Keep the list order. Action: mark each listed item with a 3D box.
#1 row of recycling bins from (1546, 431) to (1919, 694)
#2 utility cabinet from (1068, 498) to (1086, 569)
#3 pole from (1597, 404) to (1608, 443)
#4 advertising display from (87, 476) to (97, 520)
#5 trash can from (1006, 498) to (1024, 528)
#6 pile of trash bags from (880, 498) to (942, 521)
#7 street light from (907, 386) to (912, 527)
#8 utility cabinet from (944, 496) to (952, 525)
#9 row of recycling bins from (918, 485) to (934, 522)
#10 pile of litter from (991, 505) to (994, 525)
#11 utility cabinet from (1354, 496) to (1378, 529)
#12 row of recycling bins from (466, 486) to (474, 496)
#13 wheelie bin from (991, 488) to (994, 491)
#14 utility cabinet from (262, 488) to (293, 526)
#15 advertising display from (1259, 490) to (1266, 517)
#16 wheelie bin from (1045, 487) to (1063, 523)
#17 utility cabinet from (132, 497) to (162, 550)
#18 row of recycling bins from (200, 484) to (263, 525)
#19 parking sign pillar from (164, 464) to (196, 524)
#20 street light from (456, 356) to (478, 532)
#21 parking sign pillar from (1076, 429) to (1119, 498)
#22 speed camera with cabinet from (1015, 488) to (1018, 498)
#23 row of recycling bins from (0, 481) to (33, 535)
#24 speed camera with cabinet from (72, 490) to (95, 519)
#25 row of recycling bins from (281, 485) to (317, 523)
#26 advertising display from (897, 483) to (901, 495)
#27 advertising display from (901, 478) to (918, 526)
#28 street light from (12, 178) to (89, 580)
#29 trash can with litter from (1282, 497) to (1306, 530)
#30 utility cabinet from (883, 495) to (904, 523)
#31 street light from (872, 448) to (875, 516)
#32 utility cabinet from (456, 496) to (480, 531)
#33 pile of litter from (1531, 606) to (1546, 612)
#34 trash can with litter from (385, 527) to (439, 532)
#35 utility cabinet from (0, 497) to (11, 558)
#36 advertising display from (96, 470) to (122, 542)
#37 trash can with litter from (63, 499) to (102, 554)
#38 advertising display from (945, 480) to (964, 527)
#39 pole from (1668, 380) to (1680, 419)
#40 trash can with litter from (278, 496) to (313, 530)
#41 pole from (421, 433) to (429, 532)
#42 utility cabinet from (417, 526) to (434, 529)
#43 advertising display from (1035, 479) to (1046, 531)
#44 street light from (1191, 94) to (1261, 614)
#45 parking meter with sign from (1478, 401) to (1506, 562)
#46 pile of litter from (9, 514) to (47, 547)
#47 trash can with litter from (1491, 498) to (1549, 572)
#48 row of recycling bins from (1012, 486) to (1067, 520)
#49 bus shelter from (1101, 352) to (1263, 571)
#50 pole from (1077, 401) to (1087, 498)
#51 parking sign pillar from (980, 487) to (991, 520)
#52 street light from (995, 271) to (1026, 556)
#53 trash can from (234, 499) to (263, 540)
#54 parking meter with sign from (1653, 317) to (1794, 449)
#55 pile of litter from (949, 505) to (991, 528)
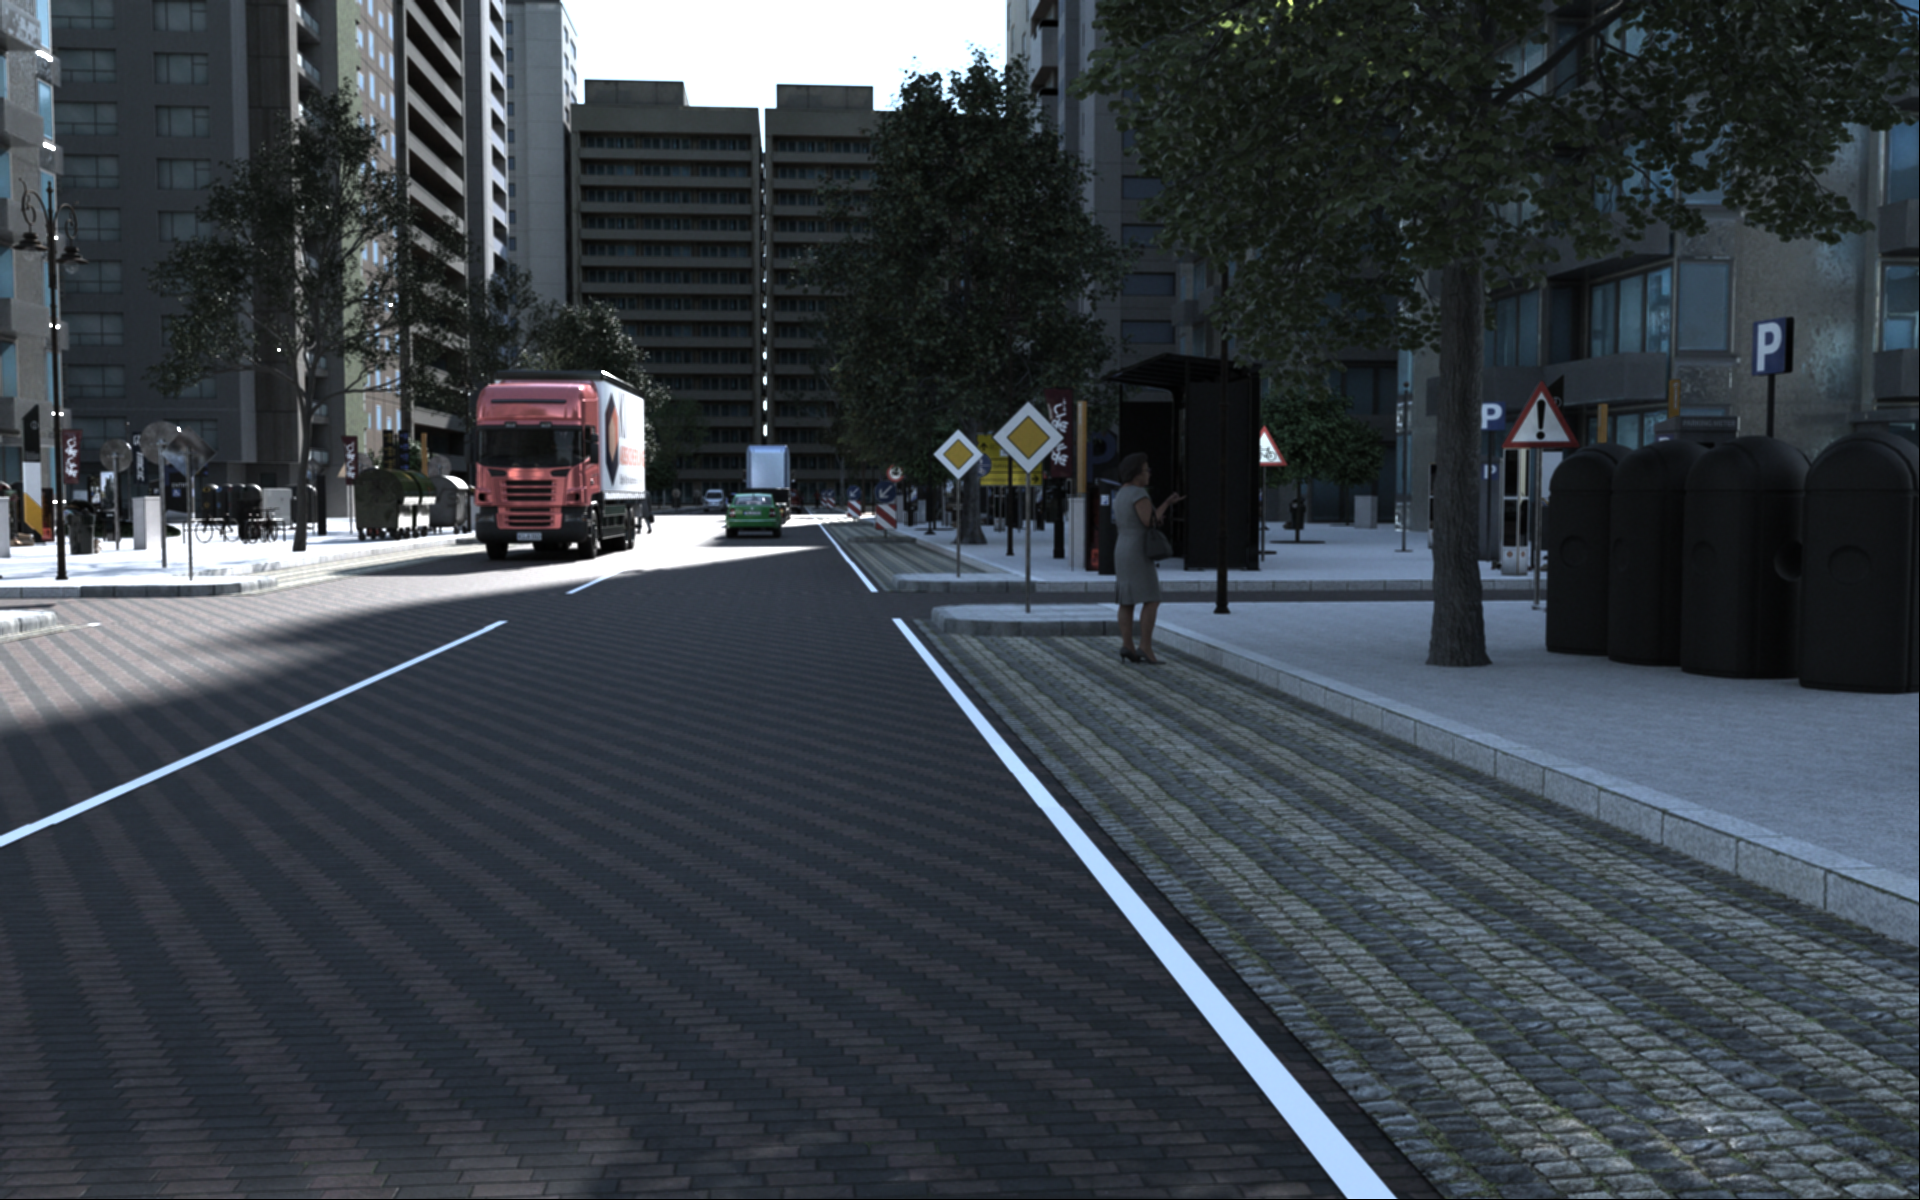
[{"bbox_3d":[5.577,-0.344,12.744,1.069,1.692,3.534,-1,4,-17],"label":"row of recycling bins"},{"bbox_3d":[2.168,-1.169,30.281,0.306,1.237,1.020,-1,4,-12],"label":"utility cabinet"},{"bbox_3d":[14.490,-2.770,39.141,0.158,3.312,0.155,0,3,0],"label":"pole"},{"bbox_3d":[-30.126,-3.391,60.658,0.123,1.923,0.974,1,4,17],"label":"advertising display"},{"bbox_3d":[2.089,-3.310,65.775,0.748,1.137,0.748,0,3,0],"label":"trash can"},{"bbox_3d":[-2.782,-5.049,92.305,3.447,1.369,1.912,-3,5,-43],"label":"pile of trash bags"},{"bbox_3d":[-1.992,-5.843,68.318,0.468,5.910,1.993,0,4,-5],"label":"street light"},{"bbox_3d":[-0.510,-3.671,71.190,0.306,1.237,1.020,0,4,-5],"label":"utility cabinet"},{"bbox_3d":[-1.866,-4.441,79.720,1.069,1.692,3.534,1,4,9],"label":"row of recycling bins"},{"bbox_3d":[1.308,-3.500,71.182,1.719,0.858,1.176,1,4,22],"label":"pile of litter"},{"bbox_3d":[15.045,-3.243,64.184,0.306,1.237,1.020,-2,4,-24],"label":"utility cabinet"},{"bbox_3d":[-21.137,-4.390,78.887,3.534,1.692,1.069,-2,4,-33],"label":"row of recycling bins"},{"bbox_3d":[1.946,-5.397,96.149,0.980,1.594,0.693,-2,4,-23],"label":"wheelie bin"},{"bbox_3d":[-26.924,-3.651,68.378,0.318,1.500,1.173,2,4,29],"label":"utility cabinet"},{"bbox_3d":[8.739,-2.874,52.205,0.974,1.923,0.123,1,4,18],"label":"advertising display"},{"bbox_3d":[4.191,-4.272,77.756,0.980,1.594,0.693,3,5,43],"label":"wheelie bin"},{"bbox_3d":[-18.851,-1.773,40.157,0.306,1.237,1.020,0,4,-5],"label":"utility cabinet"},{"bbox_3d":[-30.542,-4.008,72.644,3.534,1.692,1.069,2,4,32],"label":"row of recycling bins"},{"bbox_3d":[-34.264,-5.341,75.800,1.447,3.967,1.447,-1,4,-11],"label":"parking sign pillar"},{"bbox_3d":[-16.499,-5.215,58.053,0.468,5.910,1.993,0,4,-5],"label":"street light"},{"bbox_3d":[4.263,-3.968,53.341,1.447,3.967,1.447,-1,4,-16],"label":"parking sign pillar"},{"bbox_3d":[3.860,-6.087,93.864,2.038,3.252,0.660,3,5,43],"label":"speed camera with cabinet"},{"bbox_3d":[-30.288,-2.855,53.791,1.069,1.692,3.534,1,4,19],"label":"row of recycling bins"},{"bbox_3d":[-38.237,-4.903,74.507,2.038,3.252,0.660,-2,4,-28],"label":"speed camera with cabinet"},{"bbox_3d":[-29.629,-4.301,77.437,1.069,1.692,3.534,-2,4,-35],"label":"row of recycling bins"},{"bbox_3d":[-3.148,-5.848,100.832,0.974,1.923,0.123,-1,4,-9],"label":"advertising display"},{"bbox_3d":[-1.996,-3.968,70.095,0.123,1.923,0.974,2,4,28],"label":"advertising display"},{"bbox_3d":[-13.445,-3.239,25.753,0.468,5.910,1.993,0,4,-5],"label":"street light"},{"bbox_3d":[12.029,-3.132,62.594,0.624,1.170,1.055,-2,4,-24],"label":"trash can with litter"},{"bbox_3d":[-2.879,-4.029,77.038,1.020,1.237,0.306,1,4,9],"label":"utility cabinet"},{"bbox_3d":[-5.071,-7.856,101.234,0.468,5.910,1.993,0,4,-5],"label":"street light"},{"bbox_3d":[-17.404,-3.065,61.268,0.306,1.237,1.020,2,4,35],"label":"utility cabinet"},{"bbox_3d":[7.142,-0.324,19.260,1.719,0.858,1.176,0,4,-6],"label":"pile of litter"},{"bbox_3d":[-19.078,-2.978,59.744,2.233,1.210,1.678,-1,4,-23],"label":"trash can with litter"},{"bbox_3d":[-19.283,-1.417,34.324,0.306,1.237,1.020,0,4,5],"label":"utility cabinet"},{"bbox_3d":[-23.009,-2.552,46.934,0.974,1.923,0.123,3,4,38],"label":"advertising display"},{"bbox_3d":[-18.761,-1.567,37.011,0.624,1.170,1.055,-1,4,-11],"label":"trash can with litter"},{"bbox_3d":[-0.099,-3.826,67.773,0.974,1.923,0.123,0,4,4],"label":"advertising display"},{"bbox_3d":[12.730,-2.270,30.954,0.158,3.312,0.155,0,3,0],"label":"pole"},{"bbox_3d":[-24.132,-3.117,62.026,2.233,1.210,1.678,-3,5,-39],"label":"trash can with litter"},{"bbox_3d":[-17.892,-3.919,57.911,0.158,3.312,0.155,0,3,0],"label":"pole"},{"bbox_3d":[-19.299,-3.108,61.983,1.020,1.237,0.306,0,4,-2],"label":"utility cabinet"},{"bbox_3d":[2.835,-3.418,61.102,0.123,1.923,0.974,-1,4,-13],"label":"advertising display"},{"bbox_3d":[2.819,-2.794,18.464,0.468,5.910,1.993,0,4,-5],"label":"street light"},{"bbox_3d":[10.297,-2.278,33.512,0.543,3.016,1.738,1,4,20],"label":"parking meter with sign"},{"bbox_3d":[-23.269,-1.742,42.449,1.719,0.858,1.176,-3,5,-43],"label":"pile of litter"},{"bbox_3d":[9.639,-1.114,29.273,1.678,1.210,2.233,-2,4,-33],"label":"trash can with litter"},{"bbox_3d":[3.555,-4.816,85.852,3.534,1.692,1.069,2,4,32],"label":"row of recycling bins"},{"bbox_3d":[3.977,-2.487,31.953,1.731,3.624,6.357,0,4,-5],"label":"bus shelter"},{"bbox_3d":[2.669,-2.700,37.983,0.158,3.312,0.155,0,3,0],"label":"pole"},{"bbox_3d":[0.665,-5.235,74.067,1.447,3.967,1.447,1,4,21],"label":"parking sign pillar"},{"bbox_3d":[1.047,-3.867,36.017,0.468,5.910,1.993,0,4,-5],"label":"street light"},{"bbox_3d":[-20.054,-2.276,48.864,0.748,1.137,0.748,0,3,0],"label":"trash can"},{"bbox_3d":[7.283,-1.282,17.214,1.738,3.016,0.543,-1,4,-9],"label":"parking meter with sign"},{"bbox_3d":[0.109,-3.166,65.731,1.176,0.858,1.719,3,4,37],"label":"pile of litter"}]
